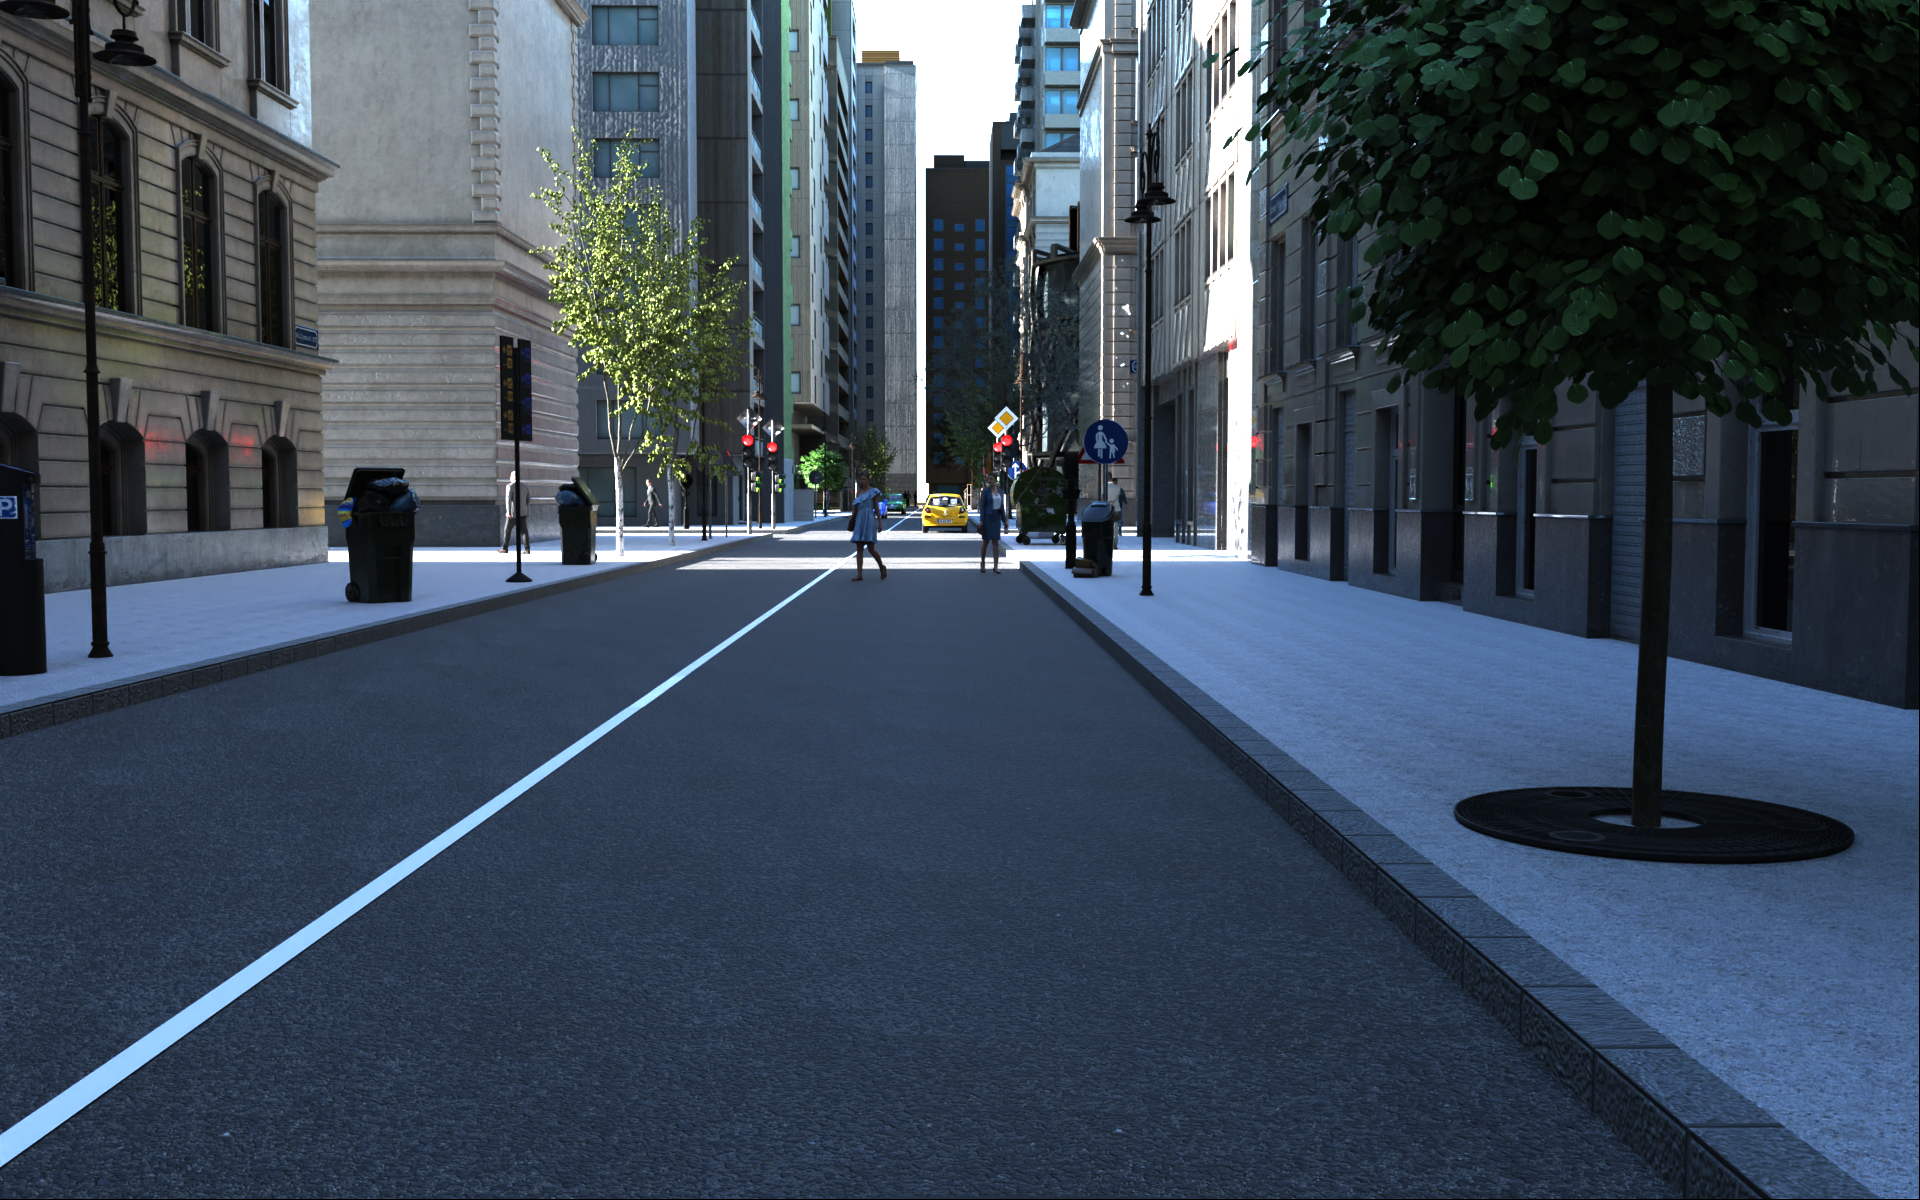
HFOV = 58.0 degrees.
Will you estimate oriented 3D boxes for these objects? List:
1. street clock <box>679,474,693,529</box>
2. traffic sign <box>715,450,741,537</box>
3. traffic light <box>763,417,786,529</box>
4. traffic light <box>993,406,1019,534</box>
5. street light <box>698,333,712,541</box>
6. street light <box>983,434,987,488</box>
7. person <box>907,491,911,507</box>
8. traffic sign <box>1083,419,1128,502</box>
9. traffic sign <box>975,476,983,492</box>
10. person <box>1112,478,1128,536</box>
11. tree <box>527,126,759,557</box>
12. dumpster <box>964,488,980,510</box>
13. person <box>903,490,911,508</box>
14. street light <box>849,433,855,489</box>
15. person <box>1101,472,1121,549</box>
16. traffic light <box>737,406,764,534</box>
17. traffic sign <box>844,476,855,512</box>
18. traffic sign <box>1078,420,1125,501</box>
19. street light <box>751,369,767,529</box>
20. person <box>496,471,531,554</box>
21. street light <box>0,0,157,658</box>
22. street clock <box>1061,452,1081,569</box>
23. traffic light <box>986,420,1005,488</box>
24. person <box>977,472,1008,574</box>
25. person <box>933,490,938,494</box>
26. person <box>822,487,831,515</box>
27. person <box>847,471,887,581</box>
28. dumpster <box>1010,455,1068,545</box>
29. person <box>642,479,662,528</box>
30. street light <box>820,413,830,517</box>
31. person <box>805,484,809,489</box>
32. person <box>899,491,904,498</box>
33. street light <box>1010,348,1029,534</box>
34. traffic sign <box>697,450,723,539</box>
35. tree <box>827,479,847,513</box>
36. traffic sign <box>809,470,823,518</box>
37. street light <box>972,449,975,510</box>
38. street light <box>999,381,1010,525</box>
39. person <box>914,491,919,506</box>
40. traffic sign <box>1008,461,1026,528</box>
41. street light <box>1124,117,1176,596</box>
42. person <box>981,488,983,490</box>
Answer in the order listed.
[{"bbox_3d":[-10.007,-3.593,63.309,0.471,2.002,0.358,-2,4,-24],"label":"street clock"},{"bbox_3d":[-6.906,-3.130,51.176,0.884,2.594,0.081,0,4,4],"label":"traffic sign"},{"bbox_3d":[-6.792,-4.542,63.184,0.839,4.253,0.868,0,4,-1],"label":"traffic light"},{"bbox_3d":[1.459,-4.060,55.308,0.839,4.253,0.868,0,4,-1],"label":"traffic light"},{"bbox_3d":[-7.046,-4.574,47.577,0.468,5.910,1.993,0,4,-1],"label":"street light"},{"bbox_3d":[1.439,-8.039,104.219,0.468,5.910,1.993,0,4,-1],"label":"street light"},{"bbox_3d":[-5.928,-11.537,197.141,0.705,1.823,1.348,3,5,39],"label":"person"},{"bbox_3d":[2.488,-1.804,29.604,0.768,2.556,0.104,0,4,5],"label":"traffic sign"},{"bbox_3d":[1.445,-7.584,124.112,0.768,2.556,0.104,0,4,6],"label":"traffic sign"},{"bbox_3d":[4.733,-2.825,52.584,0.623,1.781,0.721,-1,4,-15],"label":"person"},{"bbox_3d":[-6.779,-5.186,35.147,4.737,8.622,4.395,0,3,0],"label":"tree"},{"bbox_3d":[0.926,-7.787,133.078,1.264,1.857,1.865,0,4,-1],"label":"dumpster"},{"bbox_3d":[-5.731,-10.545,180.921,1.348,1.822,0.705,-1,4,-18],"label":"person"},{"bbox_3d":[-8.087,-9.632,130.271,0.468,5.910,1.993,0,4,-1],"label":"street light"},{"bbox_3d":[3.453,-2.077,40.185,0.511,1.800,0.466,-2,4,-27],"label":"person"},{"bbox_3d":[-6.701,-4.054,55.199,0.839,4.253,0.868,0,4,-1],"label":"traffic light"},{"bbox_3d":[-7.888,-7.491,122.478,0.884,2.594,0.081,0,4,2],"label":"traffic sign"},{"bbox_3d":[2.446,-1.858,30.388,0.884,2.594,0.081,0,4,6],"label":"traffic sign"},{"bbox_3d":[-7.388,-5.572,63.896,0.468,5.910,1.993,0,4,-1],"label":"street light"},{"bbox_3d":[-9.564,-1.878,37.147,0.834,1.777,0.661,2,4,28],"label":"person"},{"bbox_3d":[-6.773,-2.488,13.469,0.468,5.910,1.993,0,4,-1],"label":"street light"},{"bbox_3d":[1.912,-1.541,29.773,0.358,2.002,0.471,0,4,1],"label":"street clock"},{"bbox_3d":[1.368,-4.549,63.292,0.839,4.253,0.868,0,4,-1],"label":"traffic light"},{"bbox_3d":[0.576,-1.397,31.370,0.581,1.822,0.654,-1,4,-13],"label":"person"},{"bbox_3d":[-2.251,-9.274,160.073,1.348,1.831,0.705,0,4,3],"label":"person"},{"bbox_3d":[-8.021,-5.928,103.809,0.643,1.720,0.563,-1,4,-15],"label":"person"},{"bbox_3d":[-1.567,-1.231,28.725,0.616,1.811,0.778,3,4,38],"label":"person"},{"bbox_3d":[2.063,-2.544,44.096,1.502,2.255,1.985,0,4,-1],"label":"dumpster"},{"bbox_3d":[-11.809,-3.684,66.061,0.755,1.850,0.659,-2,4,-30],"label":"person"},{"bbox_3d":[-7.557,-7.602,97.085,0.468,5.910,1.993,0,4,-1],"label":"street light"},{"bbox_3d":[-8.362,-5.437,95.040,0.767,1.812,0.694,-3,5,-45],"label":"person"},{"bbox_3d":[-6.219,-10.347,178.203,0.617,1.759,0.750,2,4,28],"label":"person"},{"bbox_3d":[1.942,-5.025,54.949,0.468,5.910,1.993,0,4,-1],"label":"street light"},{"bbox_3d":[-7.157,-3.025,49.565,0.768,2.556,0.104,0,4,5],"label":"traffic sign"},{"bbox_3d":[-8.373,-7.467,116.682,1.663,3.219,1.824,0,3,0],"label":"tree"},{"bbox_3d":[-7.723,-5.660,92.652,0.768,2.556,0.104,0,4,6],"label":"traffic sign"},{"bbox_3d":[0.977,-10.068,137.405,0.468,5.910,1.993,0,4,-1],"label":"street light"},{"bbox_3d":[1.846,-5.992,70.759,0.468,5.910,1.993,0,4,-1],"label":"street light"},{"bbox_3d":[-5.127,-11.761,200.820,0.705,1.821,1.348,1,4,22],"label":"person"},{"bbox_3d":[2.179,-4.040,66.156,0.768,2.556,0.104,0,4,1],"label":"traffic sign"},{"bbox_3d":[2.365,-2.995,21.763,0.468,5.910,1.993,0,4,-1],"label":"street light"},{"bbox_3d":[1.790,-8.005,137.112,0.419,1.800,0.721,-2,4,-30],"label":"person"}]
